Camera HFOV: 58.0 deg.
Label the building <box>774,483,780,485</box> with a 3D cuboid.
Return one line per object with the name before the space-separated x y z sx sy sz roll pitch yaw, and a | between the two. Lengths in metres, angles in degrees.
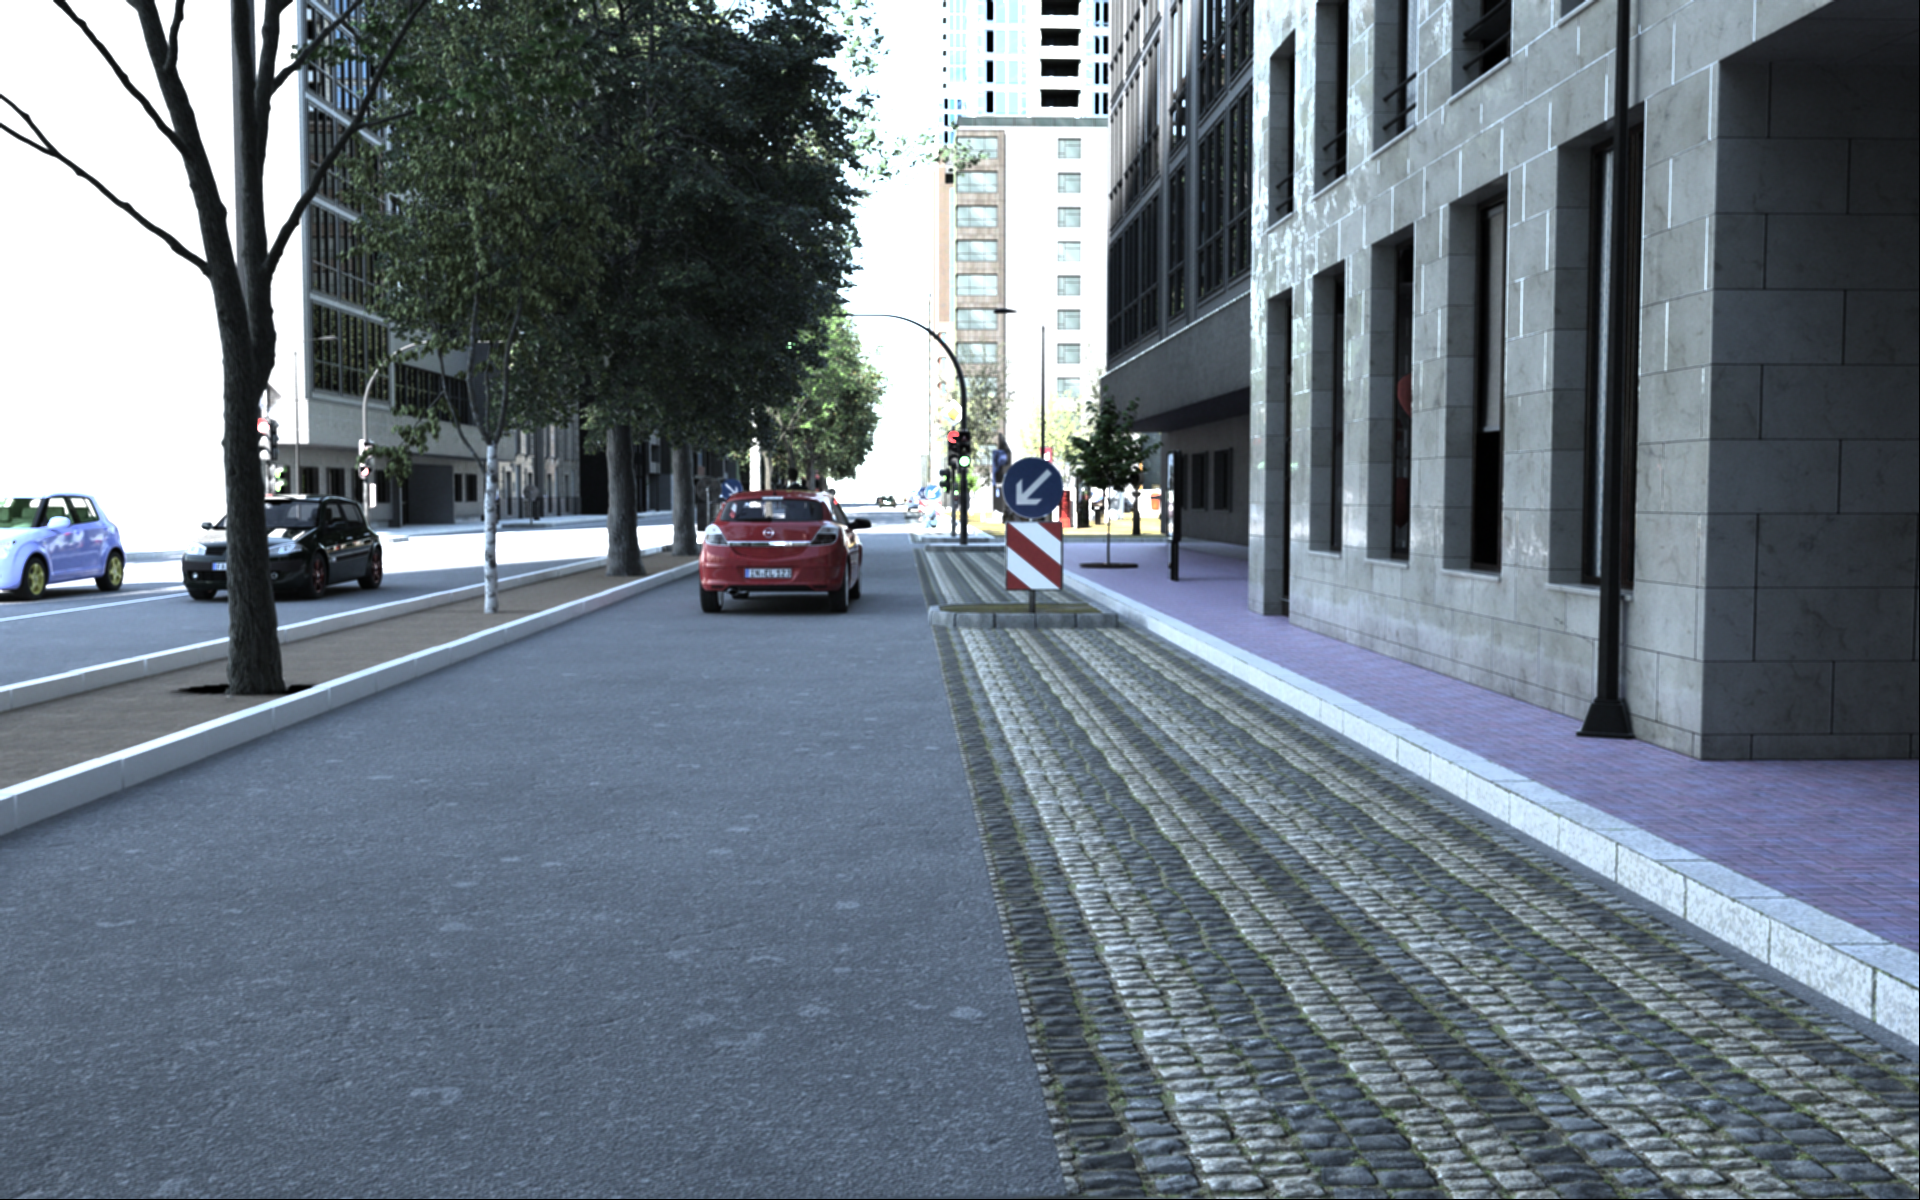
building | -38.031 -36.611 253.212 22.147 44.769 28.867 0 4 -2

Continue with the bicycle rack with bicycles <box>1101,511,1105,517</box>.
bicycle rack with bicycles | 7.032 -4.986 94.900 2.852 0.926 2.925 -2 4 -35

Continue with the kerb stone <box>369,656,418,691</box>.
kerb stone | -4.298 0.561 13.023 0.120 0.150 1.000 0 4 -2

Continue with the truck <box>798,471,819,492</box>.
truck | -14.786 -11.400 175.308 2.839 4.237 11.283 0 4 -3

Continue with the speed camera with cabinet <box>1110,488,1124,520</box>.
speed camera with cabinet | 7.763 -5.648 86.682 0.660 3.252 2.038 1 4 15

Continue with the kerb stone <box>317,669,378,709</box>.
kerb stone | -4.261 0.624 12.001 0.120 0.150 1.000 0 4 -2

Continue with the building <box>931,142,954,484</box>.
building | 3.964 -34.794 218.987 14.600 45.320 14.200 0 4 -2

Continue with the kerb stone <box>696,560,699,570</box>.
kerb stone | -4.993 -0.627 32.513 0.120 0.150 1.000 0 4 -2

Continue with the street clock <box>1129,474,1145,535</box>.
street clock | 5.550 -3.049 54.428 0.358 2.002 0.471 -3 5 -39

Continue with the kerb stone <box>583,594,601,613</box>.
kerb stone | -4.576 0.060 21.227 0.120 0.150 1.000 0 4 -2

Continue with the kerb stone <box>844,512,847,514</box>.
kerb stone | -8.259 -6.303 125.262 0.120 0.150 1.000 0 4 -2

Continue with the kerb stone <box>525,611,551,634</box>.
kerb stone | -4.470 0.249 18.142 0.120 0.150 1.000 0 4 -2

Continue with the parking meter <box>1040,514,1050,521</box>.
parking meter | 2.747 -3.072 55.938 0.255 1.863 0.399 0 4 -5

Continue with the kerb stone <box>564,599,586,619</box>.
kerb stone | -4.546 0.123 20.189 0.120 0.150 1.000 0 4 -2

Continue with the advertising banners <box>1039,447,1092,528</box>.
advertising banners | 3.941 -4.198 64.829 2.074 3.025 0.090 -1 4 -14

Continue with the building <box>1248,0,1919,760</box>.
building | 8.662 -9.512 10.275 10.420 20.320 16.860 0 4 -2

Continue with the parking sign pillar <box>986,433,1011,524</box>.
parking sign pillar | 1.844 -5.350 75.946 1.447 3.967 1.447 -1 4 -18

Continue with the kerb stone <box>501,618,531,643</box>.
kerb stone | -4.429 0.310 17.120 0.120 0.150 1.000 0 4 -2

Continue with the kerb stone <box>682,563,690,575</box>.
kerb stone | -4.908 -0.506 30.465 0.120 0.150 1.000 0 4 -2

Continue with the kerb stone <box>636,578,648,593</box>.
kerb stone | -4.726 -0.192 25.327 0.120 0.150 1.000 0 4 -2

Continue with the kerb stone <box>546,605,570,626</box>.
kerb stone | -4.506 0.186 19.168 0.120 0.150 1.000 0 4 -2

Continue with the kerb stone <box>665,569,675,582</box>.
kerb stone | -4.841 -0.380 28.408 0.120 0.150 1.000 0 4 -2

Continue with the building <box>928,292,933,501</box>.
building | 2.380 -29.121 247.823 14.160 30.474 14.107 0 4 -2

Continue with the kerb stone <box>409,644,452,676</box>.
kerb stone | -4.331 0.498 14.049 0.120 0.150 1.000 0 4 -2

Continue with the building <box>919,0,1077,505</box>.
building | 4.931 -58.521 269.485 22.319 86.520 31.000 0 4 -2

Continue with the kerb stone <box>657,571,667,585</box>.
kerb stone | -4.802 -0.316 27.372 0.120 0.150 1.000 0 4 -2

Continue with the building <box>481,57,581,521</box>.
building | -28.477 -18.107 93.305 12.463 27.353 25.104 0 4 -2

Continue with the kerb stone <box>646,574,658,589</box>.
kerb stone | -4.761 -0.254 26.351 0.120 0.150 1.000 0 4 -2

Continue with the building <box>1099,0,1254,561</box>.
building | 10.924 -14.525 30.991 14.314 27.812 24.014 0 4 -2

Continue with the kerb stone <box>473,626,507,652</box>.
kerb stone | -4.404 0.375 16.095 0.120 0.150 1.000 0 4 -2

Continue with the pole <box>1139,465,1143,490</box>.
pole | 10.624 -6.599 101.739 0.158 3.312 0.155 0 3 0

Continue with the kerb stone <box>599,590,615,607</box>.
kerb stone | -4.615 0.002 22.253 0.120 0.150 1.000 0 4 -2

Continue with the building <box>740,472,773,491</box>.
building | -36.874 -34.827 224.045 22.147 44.769 28.867 0 4 -2

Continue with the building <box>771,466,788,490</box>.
building | -34.881 -30.806 275.379 14.160 30.474 14.107 0 4 -2

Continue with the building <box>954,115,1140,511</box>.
building | 6.466 -22.281 136.000 14.160 30.474 14.107 0 4 -2

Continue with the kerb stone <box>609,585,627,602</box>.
kerb stone | -4.655 -0.066 23.276 0.120 0.150 1.000 0 4 -2

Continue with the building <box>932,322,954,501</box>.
building | 11.057 -21.062 189.403 27.650 21.520 28.899 0 4 -2

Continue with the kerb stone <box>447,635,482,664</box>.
kerb stone | -4.364 0.441 15.072 0.120 0.150 1.000 0 4 -2

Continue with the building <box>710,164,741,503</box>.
building | -31.854 -30.957 189.736 14.154 41.232 14.086 0 4 -2

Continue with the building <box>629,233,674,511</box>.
building | -29.662 -22.096 132.965 14.160 30.474 14.107 0 4 -2

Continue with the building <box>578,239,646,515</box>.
building | -28.171 -17.409 114.320 12.332 23.373 15.834 0 4 -2

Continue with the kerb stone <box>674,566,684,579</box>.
kerb stone | -4.862 -0.442 29.432 0.120 0.150 1.000 0 4 -2

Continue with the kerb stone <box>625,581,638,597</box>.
kerb stone | -4.692 -0.127 24.297 0.120 0.150 1.000 0 4 -2

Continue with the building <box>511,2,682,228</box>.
building | -31.275 -30.366 146.591 14.600 45.320 14.200 0 4 -2

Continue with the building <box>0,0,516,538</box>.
building | -27.157 -15.045 65.044 14.314 24.678 30.058 0 4 -2

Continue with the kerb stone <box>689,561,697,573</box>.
kerb stone | -4.943 -0.569 31.492 0.120 0.150 1.000 0 4 -2

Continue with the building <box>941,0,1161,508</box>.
building | 9.476 -51.636 156.921 22.319 86.520 31.000 0 4 -2
